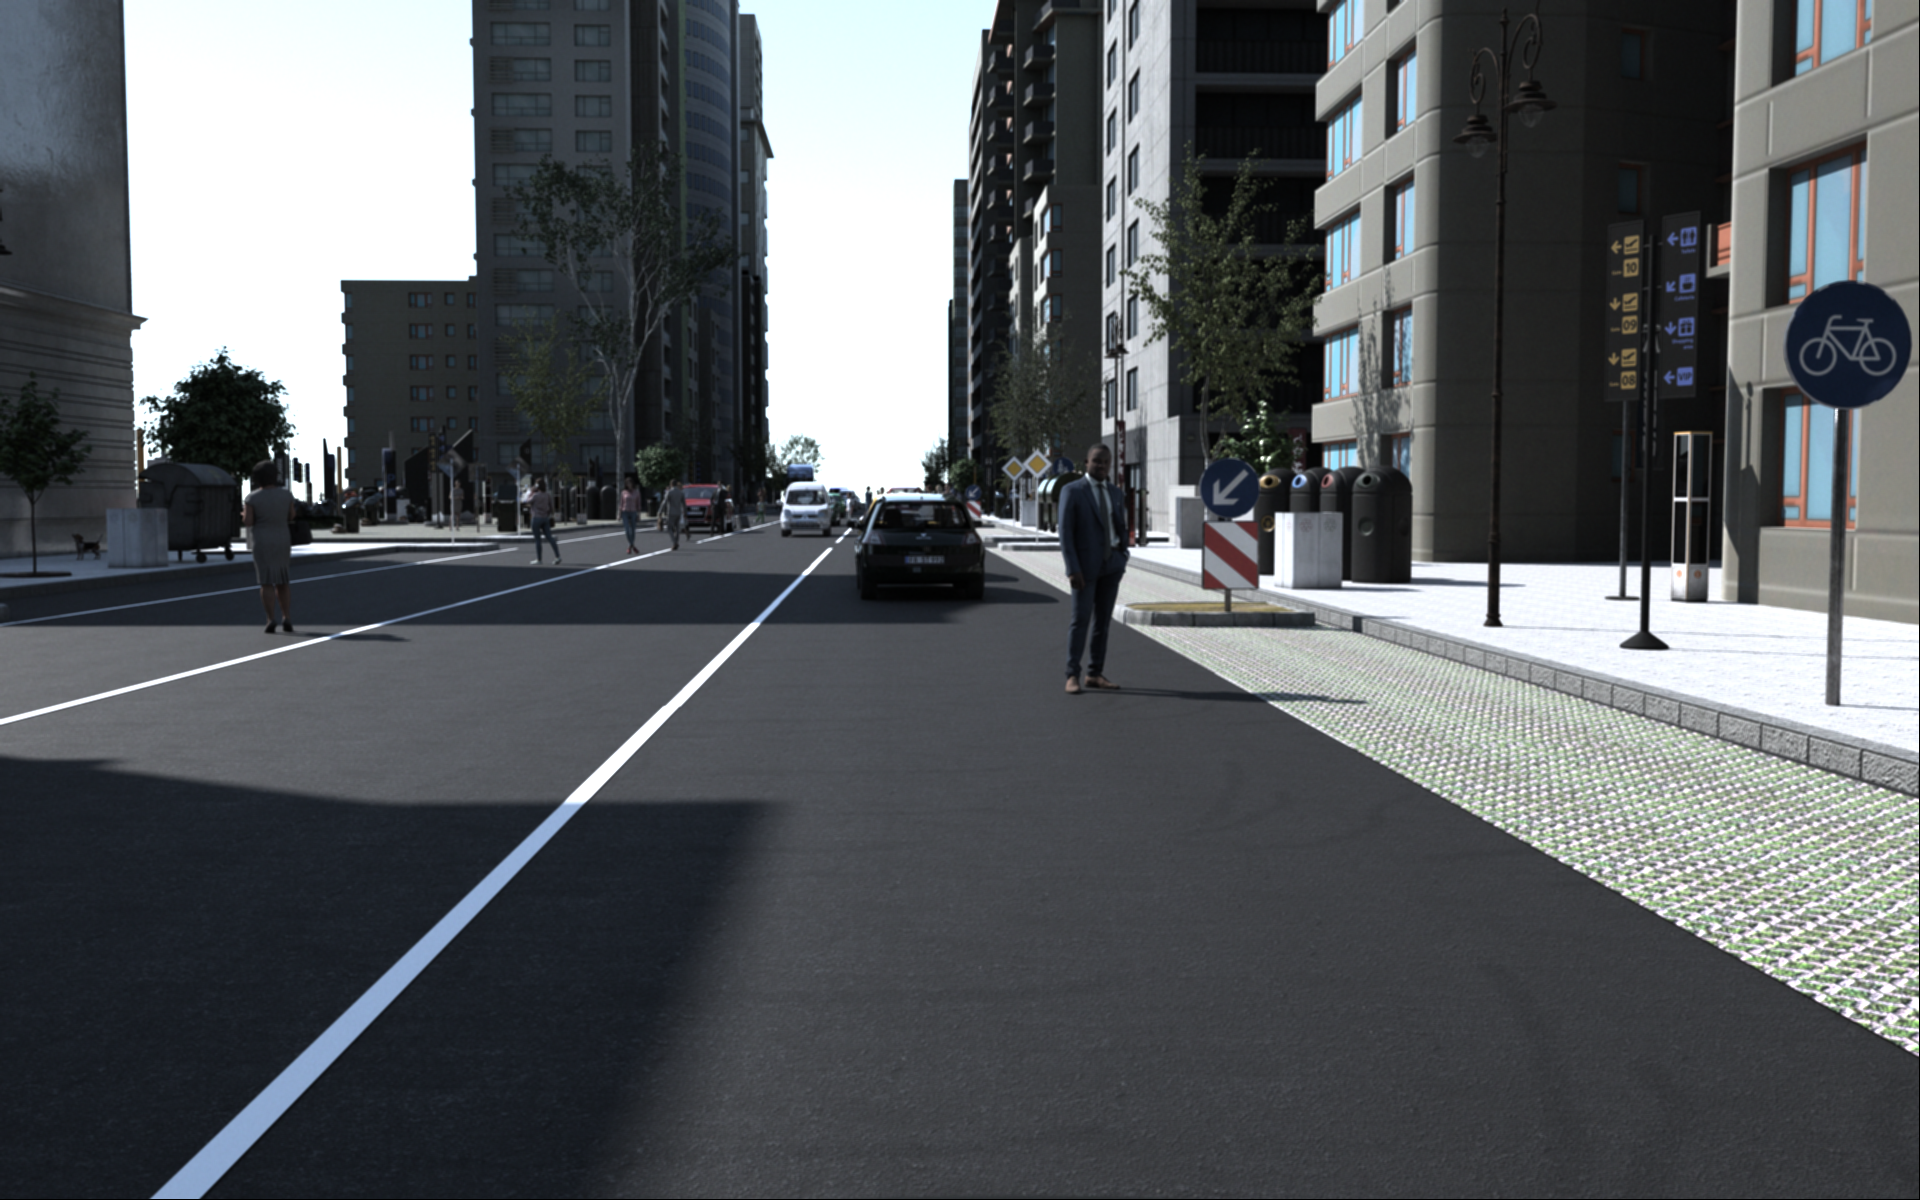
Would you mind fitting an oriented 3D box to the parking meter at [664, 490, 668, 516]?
[{"bbox_3d":[-17.012,-5.644,100.692,0.372,1.533,0.369,0,3,0],"label":"parking meter"}]

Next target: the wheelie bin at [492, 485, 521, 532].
[{"bbox_3d":[-15.403,-3.119,58.899,0.980,1.594,0.693,0,4,-7],"label":"wheelie bin"}]

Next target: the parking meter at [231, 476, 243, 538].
[{"bbox_3d":[-21.338,-2.759,50.817,0.399,1.863,0.255,0,4,3],"label":"parking meter"}]

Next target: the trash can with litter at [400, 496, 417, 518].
[{"bbox_3d":[-28.368,-4.759,89.200,1.055,1.170,0.624,-2,4,-35],"label":"trash can with litter"}]

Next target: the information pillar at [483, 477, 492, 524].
[{"bbox_3d":[-20.481,-4.316,75.056,0.304,2.012,0.304,-2,4,-30],"label":"information pillar"}]

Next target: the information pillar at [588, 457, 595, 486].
[{"bbox_3d":[-23.282,-7.226,109.497,0.183,3.616,0.504,3,5,41],"label":"information pillar"}]

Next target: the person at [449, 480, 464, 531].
[{"bbox_3d":[-17.563,-3.305,60.421,0.599,1.781,0.374,-3,4,-36],"label":"person"}]

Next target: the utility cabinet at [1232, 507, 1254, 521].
[{"bbox_3d":[5.824,-1.456,34.964,0.306,1.237,1.020,-2,4,-23],"label":"utility cabinet"}]

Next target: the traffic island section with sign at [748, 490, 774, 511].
[{"bbox_3d":[-17.538,-8.744,151.591,1.989,1.847,2.006,0,4,-2],"label":"traffic island section with sign"}]

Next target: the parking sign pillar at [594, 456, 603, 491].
[{"bbox_3d":[-25.643,-8.177,122.171,1.447,3.967,1.447,-2,4,-32],"label":"parking sign pillar"}]

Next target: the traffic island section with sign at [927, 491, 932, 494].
[{"bbox_3d":[-0.754,-5.694,101.727,1.989,1.847,2.006,0,4,-2],"label":"traffic island section with sign"}]

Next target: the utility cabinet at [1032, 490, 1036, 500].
[{"bbox_3d":[3.811,-5.164,93.110,0.318,1.500,1.173,1,4,23],"label":"utility cabinet"}]

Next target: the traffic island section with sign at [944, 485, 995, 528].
[{"bbox_3d":[0.433,-3.996,73.967,1.989,1.847,2.006,0,4,-2],"label":"traffic island section with sign"}]

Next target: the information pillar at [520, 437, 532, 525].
[{"bbox_3d":[-17.950,-4.913,71.688,0.504,3.616,0.183,0,4,3],"label":"information pillar"}]

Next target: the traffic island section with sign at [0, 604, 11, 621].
[{"bbox_3d":[-11.837,-0.651,19.272,1.989,1.847,2.006,0,4,-2],"label":"traffic island section with sign"}]

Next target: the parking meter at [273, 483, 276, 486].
[{"bbox_3d":[-22.035,-3.030,55.248,0.399,1.863,0.255,2,4,34],"label":"parking meter"}]

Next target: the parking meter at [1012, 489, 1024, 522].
[{"bbox_3d":[2.778,-4.428,80.802,0.372,1.533,0.369,0,3,0],"label":"parking meter"}]

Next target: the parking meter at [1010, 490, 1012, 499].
[{"bbox_3d":[2.860,-5.154,92.673,0.372,1.533,0.369,0,3,0],"label":"parking meter"}]

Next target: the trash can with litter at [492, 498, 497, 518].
[{"bbox_3d":[-25.175,-5.004,93.209,1.055,1.170,0.624,3,4,38],"label":"trash can with litter"}]

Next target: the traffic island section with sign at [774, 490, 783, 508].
[{"bbox_3d":[-18.711,-10.406,178.770,1.989,1.847,2.006,0,4,-2],"label":"traffic island section with sign"}]

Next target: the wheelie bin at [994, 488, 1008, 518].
[{"bbox_3d":[2.222,-5.290,94.396,0.693,1.594,0.980,-1,4,-12],"label":"wheelie bin"}]

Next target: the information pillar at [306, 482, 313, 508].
[{"bbox_3d":[-40.689,-6.350,108.322,0.304,2.012,0.304,3,5,44],"label":"information pillar"}]

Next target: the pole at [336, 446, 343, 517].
[{"bbox_3d":[-26.326,-4.873,73.518,0.158,3.312,0.155,0,3,0],"label":"pole"}]

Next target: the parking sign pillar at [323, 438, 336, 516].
[{"bbox_3d":[-30.381,-5.810,83.464,1.447,3.967,1.447,-1,4,-14],"label":"parking sign pillar"}]

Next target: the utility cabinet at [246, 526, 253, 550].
[{"bbox_3d":[-16.226,-1.783,40.319,0.306,1.237,1.020,0,4,7],"label":"utility cabinet"}]

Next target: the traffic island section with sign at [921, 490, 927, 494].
[{"bbox_3d":[-4.094,-10.447,179.443,1.989,1.847,2.006,0,4,-2],"label":"traffic island section with sign"}]

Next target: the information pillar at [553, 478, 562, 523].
[{"bbox_3d":[-17.898,-4.435,76.999,0.304,2.012,0.304,0,4,-5],"label":"information pillar"}]

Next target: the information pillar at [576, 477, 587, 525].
[{"bbox_3d":[-15.844,-4.160,72.515,0.304,2.012,0.304,3,4,36],"label":"information pillar"}]

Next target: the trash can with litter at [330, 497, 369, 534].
[{"bbox_3d":[-19.968,-2.755,56.431,0.624,1.170,1.055,2,4,27],"label":"trash can with litter"}]

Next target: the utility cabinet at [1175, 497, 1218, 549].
[{"bbox_3d":[5.601,-1.820,40.911,1.020,1.237,0.306,-1,4,-23],"label":"utility cabinet"}]

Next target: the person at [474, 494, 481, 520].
[{"bbox_3d":[-20.801,-3.923,74.450,0.475,1.303,0.640,-3,4,-39],"label":"person"}]

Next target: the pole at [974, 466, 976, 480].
[{"bbox_3d":[1.097,-8.118,126.570,0.158,3.312,0.155,0,3,0],"label":"pole"}]

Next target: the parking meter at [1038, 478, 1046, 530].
[{"bbox_3d":[2.897,-3.430,61.797,0.255,1.863,0.399,-2,4,-26],"label":"parking meter"}]

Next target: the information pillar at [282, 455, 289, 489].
[{"bbox_3d":[-36.193,-6.215,92.978,0.504,3.616,0.183,2,4,27],"label":"information pillar"}]

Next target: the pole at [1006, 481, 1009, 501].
[{"bbox_3d":[3.477,-8.103,126.328,0.158,3.312,0.155,0,3,0],"label":"pole"}]

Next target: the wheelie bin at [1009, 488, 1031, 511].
[{"bbox_3d":[3.081,-4.793,86.273,0.693,1.594,0.980,2,4,30],"label":"wheelie bin"}]

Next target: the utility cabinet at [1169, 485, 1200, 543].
[{"bbox_3d":[5.814,-2.184,44.380,0.318,1.500,1.173,-2,4,-27],"label":"utility cabinet"}]

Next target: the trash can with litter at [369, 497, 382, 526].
[{"bbox_3d":[-23.623,-3.549,69.416,0.624,1.170,1.055,0,4,1],"label":"trash can with litter"}]

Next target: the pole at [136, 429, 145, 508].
[{"bbox_3d":[-25.556,-3.683,54.062,0.158,3.312,0.155,0,3,0],"label":"pole"}]

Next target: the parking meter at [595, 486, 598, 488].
[{"bbox_3d":[-25.213,-6.978,119.795,0.399,1.863,0.255,3,5,44],"label":"parking meter"}]

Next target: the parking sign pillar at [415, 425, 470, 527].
[{"bbox_3d":[-20.550,-4.909,68.728,1.447,3.967,1.447,-3,4,-37],"label":"parking sign pillar"}]

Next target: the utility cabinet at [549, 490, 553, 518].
[{"bbox_3d":[-20.801,-4.822,87.519,0.318,1.500,1.173,-1,4,-20],"label":"utility cabinet"}]

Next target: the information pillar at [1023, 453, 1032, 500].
[{"bbox_3d":[3.538,-6.138,91.709,0.504,3.616,0.183,1,4,17],"label":"information pillar"}]

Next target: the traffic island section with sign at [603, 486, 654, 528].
[{"bbox_3d":[-14.212,-4.021,74.370,1.989,1.847,2.006,0,4,-2],"label":"traffic island section with sign"}]

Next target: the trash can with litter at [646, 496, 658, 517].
[{"bbox_3d":[-17.150,-5.175,96.005,0.624,1.170,1.055,-2,4,-31],"label":"trash can with litter"}]

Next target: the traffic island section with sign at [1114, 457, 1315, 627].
[{"bbox_3d":[2.777,-0.664,19.483,1.989,1.847,2.006,0,4,-2],"label":"traffic island section with sign"}]

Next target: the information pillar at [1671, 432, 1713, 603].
[{"bbox_3d":[8.680,-0.983,20.560,0.304,2.012,0.304,-1,4,-15],"label":"information pillar"}]

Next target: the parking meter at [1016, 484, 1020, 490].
[{"bbox_3d":[3.161,-5.540,96.283,0.399,1.863,0.255,0,4,-2],"label":"parking meter"}]

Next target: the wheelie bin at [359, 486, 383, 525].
[{"bbox_3d":[-24.386,-3.905,71.750,0.980,1.594,0.693,-1,4,-12],"label":"wheelie bin"}]

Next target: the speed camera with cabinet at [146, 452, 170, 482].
[{"bbox_3d":[-20.592,-2.983,43.110,2.038,3.252,0.660,-1,4,-18],"label":"speed camera with cabinet"}]

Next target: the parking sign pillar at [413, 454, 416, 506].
[{"bbox_3d":[-30.161,-6.580,96.054,1.447,3.967,1.447,-2,4,-25],"label":"parking sign pillar"}]

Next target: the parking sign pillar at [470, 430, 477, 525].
[{"bbox_3d":[-20.812,-5.104,71.924,1.447,3.967,1.447,2,4,28],"label":"parking sign pillar"}]
